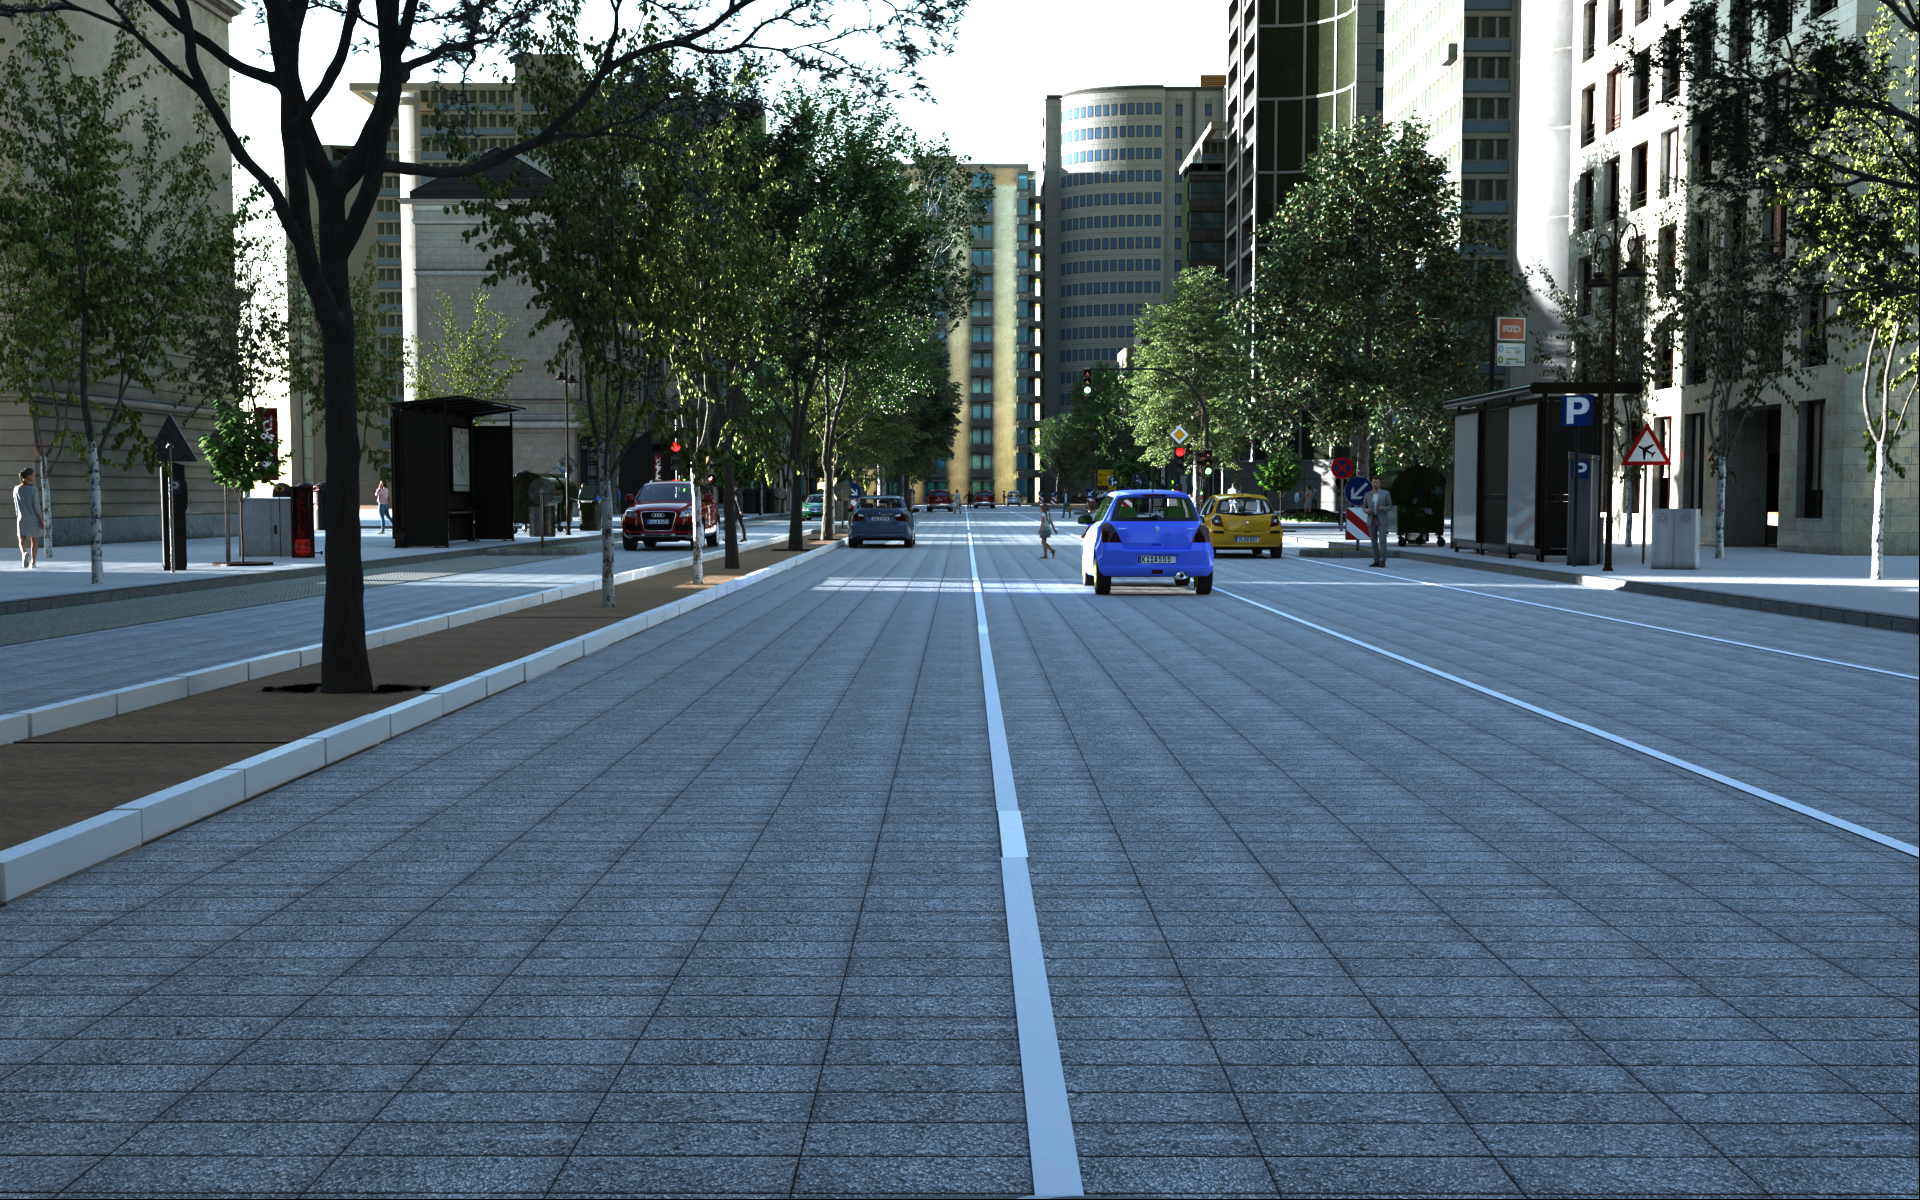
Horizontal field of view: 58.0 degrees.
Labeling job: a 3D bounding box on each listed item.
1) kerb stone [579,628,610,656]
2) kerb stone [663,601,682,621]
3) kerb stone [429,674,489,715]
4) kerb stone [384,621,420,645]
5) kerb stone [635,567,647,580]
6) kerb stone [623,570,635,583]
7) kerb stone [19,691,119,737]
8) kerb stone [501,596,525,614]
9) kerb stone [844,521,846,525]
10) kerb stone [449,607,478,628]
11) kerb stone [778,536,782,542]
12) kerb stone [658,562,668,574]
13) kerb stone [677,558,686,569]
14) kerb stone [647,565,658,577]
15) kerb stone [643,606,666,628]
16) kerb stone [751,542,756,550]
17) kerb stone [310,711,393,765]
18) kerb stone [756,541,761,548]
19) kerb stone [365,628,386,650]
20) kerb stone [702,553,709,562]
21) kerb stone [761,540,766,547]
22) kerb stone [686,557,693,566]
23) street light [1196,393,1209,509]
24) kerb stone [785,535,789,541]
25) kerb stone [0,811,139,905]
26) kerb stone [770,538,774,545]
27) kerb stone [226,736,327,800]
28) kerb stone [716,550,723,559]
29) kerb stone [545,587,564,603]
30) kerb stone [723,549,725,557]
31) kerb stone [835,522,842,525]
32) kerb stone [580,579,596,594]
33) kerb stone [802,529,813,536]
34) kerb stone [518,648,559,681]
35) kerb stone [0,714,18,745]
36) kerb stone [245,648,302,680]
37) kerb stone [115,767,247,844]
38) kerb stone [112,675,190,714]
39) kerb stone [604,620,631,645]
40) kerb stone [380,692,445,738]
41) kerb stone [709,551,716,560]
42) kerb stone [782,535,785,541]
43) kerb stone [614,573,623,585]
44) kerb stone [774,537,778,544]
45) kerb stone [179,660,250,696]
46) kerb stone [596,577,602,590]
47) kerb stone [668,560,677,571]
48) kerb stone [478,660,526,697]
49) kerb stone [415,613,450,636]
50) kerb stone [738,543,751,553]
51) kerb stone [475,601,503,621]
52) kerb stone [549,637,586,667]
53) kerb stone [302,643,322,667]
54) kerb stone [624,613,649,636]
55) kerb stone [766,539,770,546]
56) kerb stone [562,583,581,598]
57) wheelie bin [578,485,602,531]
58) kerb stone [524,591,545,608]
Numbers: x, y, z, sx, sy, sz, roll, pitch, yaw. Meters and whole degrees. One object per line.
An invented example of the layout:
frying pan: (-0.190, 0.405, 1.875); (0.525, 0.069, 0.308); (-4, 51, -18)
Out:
kerb stone: (-3.370, 0.393, 15.772); (0.120, 0.150, 1.000); (0, 4, 0)
kerb stone: (-3.367, 0.145, 19.878); (0.120, 0.150, 1.000); (0, 4, 0)
kerb stone: (-3.391, 0.644, 11.668); (0.120, 0.150, 1.000); (0, 4, 0)
kerb stone: (-5.476, 0.335, 16.790); (0.120, 0.150, 1.000); (0, 4, 0)
kerb stone: (-5.448, -0.421, 29.086); (0.120, 0.150, 1.000); (0, 4, 0)
kerb stone: (-5.457, -0.359, 28.060); (0.120, 0.150, 1.000); (0, 4, 0)
kerb stone: (-5.487, 0.707, 10.632); (0.120, 0.150, 1.000); (0, 4, 0)
kerb stone: (-5.466, 0.081, 20.878); (0.120, 0.150, 1.000); (0, 4, 0)
kerb stone: (-5.335, -3.402, 77.822); (0.120, 0.150, 1.000); (0, 4, 0)
kerb stone: (-5.466, 0.207, 18.834); (0.120, 0.150, 1.000); (0, 4, 0)
kerb stone: (-5.399, -1.735, 50.592); (0.120, 0.150, 1.000); (0, 4, 0)
kerb stone: (-5.439, -0.544, 31.132); (0.120, 0.150, 1.000); (0, 4, 0)
kerb stone: (-5.440, -0.672, 33.177); (0.120, 0.150, 1.000); (0, 4, 0)
kerb stone: (-5.442, -0.481, 30.108); (0.120, 0.150, 1.000); (0, 4, 0)
kerb stone: (-3.370, 0.205, 18.848); (0.120, 0.150, 1.000); (0, 4, 0)
kerb stone: (-5.408, -1.361, 44.444); (0.120, 0.150, 1.000); (0, 4, 0)
kerb stone: (-3.392, 0.769, 9.618); (0.120, 0.150, 1.000); (0, 4, 0)
kerb stone: (-5.409, -1.422, 45.466); (0.120, 0.150, 1.000); (0, 4, 0)
kerb stone: (-5.475, 0.393, 15.768); (0.120, 0.150, 1.000); (0, 4, 0)
kerb stone: (-5.437, -0.859, 36.246); (0.120, 0.150, 1.000); (0, 4, 0)
kerb stone: (-5.404, -1.486, 46.487); (0.120, 0.150, 1.000); (0, 4, 0)
kerb stone: (-5.432, -0.733, 34.199); (0.120, 0.150, 1.000); (0, 4, 0)
street light: (10.878, -6.435, 77.993); (0.468, 5.910, 1.993); (0, 4, 0)
kerb stone: (-5.389, -1.862, 52.640); (0.120, 0.150, 1.000); (0, 4, 0)
kerb stone: (-3.388, 0.960, 6.540); (0.120, 0.150, 1.000); (0, 4, 0)
kerb stone: (-5.402, -1.611, 48.537); (0.120, 0.150, 1.000); (0, 4, 0)
kerb stone: (-3.395, 0.832, 8.588); (0.120, 0.150, 1.000); (0, 4, 0)
kerb stone: (-5.421, -0.984, 38.290); (0.120, 0.150, 1.000); (0, 4, 0)
kerb stone: (-5.460, -0.046, 22.940); (0.120, 0.150, 1.000); (0, 4, 0)
kerb stone: (-5.423, -1.046, 39.312); (0.120, 0.150, 1.000); (0, 4, 0)
kerb stone: (-5.342, -3.340, 76.799); (0.120, 0.150, 1.000); (0, 4, 0)
kerb stone: (-5.457, -0.171, 24.984); (0.120, 0.150, 1.000); (0, 4, 0)
kerb stone: (-5.371, -2.364, 60.839); (0.120, 0.150, 1.000); (0, 4, 0)
kerb stone: (-3.373, 0.520, 13.725); (0.120, 0.150, 1.000); (0, 4, 0)
kerb stone: (-5.496, 0.770, 9.601); (0.120, 0.150, 1.000); (0, 4, 0)
kerb stone: (-5.484, 0.518, 13.724); (0.120, 0.150, 1.000); (0, 4, 0)
kerb stone: (-3.394, 0.895, 7.566); (0.120, 0.150, 1.000); (0, 4, 0)
kerb stone: (-5.489, 0.647, 11.665); (0.120, 0.150, 1.000); (0, 4, 0)
kerb stone: (-3.375, 0.334, 16.804); (0.120, 0.150, 1.000); (0, 4, 0)
kerb stone: (-3.388, 0.712, 10.640); (0.120, 0.150, 1.000); (0, 4, 0)
kerb stone: (-5.431, -0.922, 37.268); (0.120, 0.150, 1.000); (0, 4, 0)
kerb stone: (-5.397, -1.797, 51.614); (0.120, 0.150, 1.000); (0, 4, 0)
kerb stone: (-5.453, -0.296, 27.038); (0.120, 0.150, 1.000); (0, 4, 0)
kerb stone: (-5.395, -1.674, 49.570); (0.120, 0.150, 1.000); (0, 4, 0)
kerb stone: (-5.491, 0.581, 12.702); (0.120, 0.150, 1.000); (0, 4, 0)
kerb stone: (-5.449, -0.233, 26.011); (0.120, 0.150, 1.000); (0, 4, 0)
kerb stone: (-5.443, -0.609, 32.156); (0.120, 0.150, 1.000); (0, 4, 0)
kerb stone: (-3.386, 0.581, 12.697); (0.120, 0.150, 1.000); (0, 4, 0)
kerb stone: (-5.476, 0.271, 17.812); (0.120, 0.150, 1.000); (0, 4, 0)
kerb stone: (-5.417, -1.297, 43.413); (0.120, 0.150, 1.000); (0, 4, 0)
kerb stone: (-5.468, 0.143, 19.856); (0.120, 0.150, 1.000); (0, 4, 0)
kerb stone: (-3.379, 0.456, 14.746); (0.120, 0.150, 1.000); (0, 4, 0)
kerb stone: (-5.475, 0.464, 14.747); (0.120, 0.150, 1.000); (0, 4, 0)
kerb stone: (-3.375, 0.268, 17.826); (0.120, 0.150, 1.000); (0, 4, 0)
kerb stone: (-5.406, -1.549, 47.516); (0.120, 0.150, 1.000); (0, 4, 0)
kerb stone: (-5.456, -0.108, 23.962); (0.120, 0.150, 1.000); (0, 4, 0)
wheelie bin: (-12.987, -3.238, 60.846); (0.980, 1.594, 0.693); (1, 4, 15)
kerb stone: (-5.464, 0.020, 21.900); (0.120, 0.150, 1.000); (0, 4, 0)
